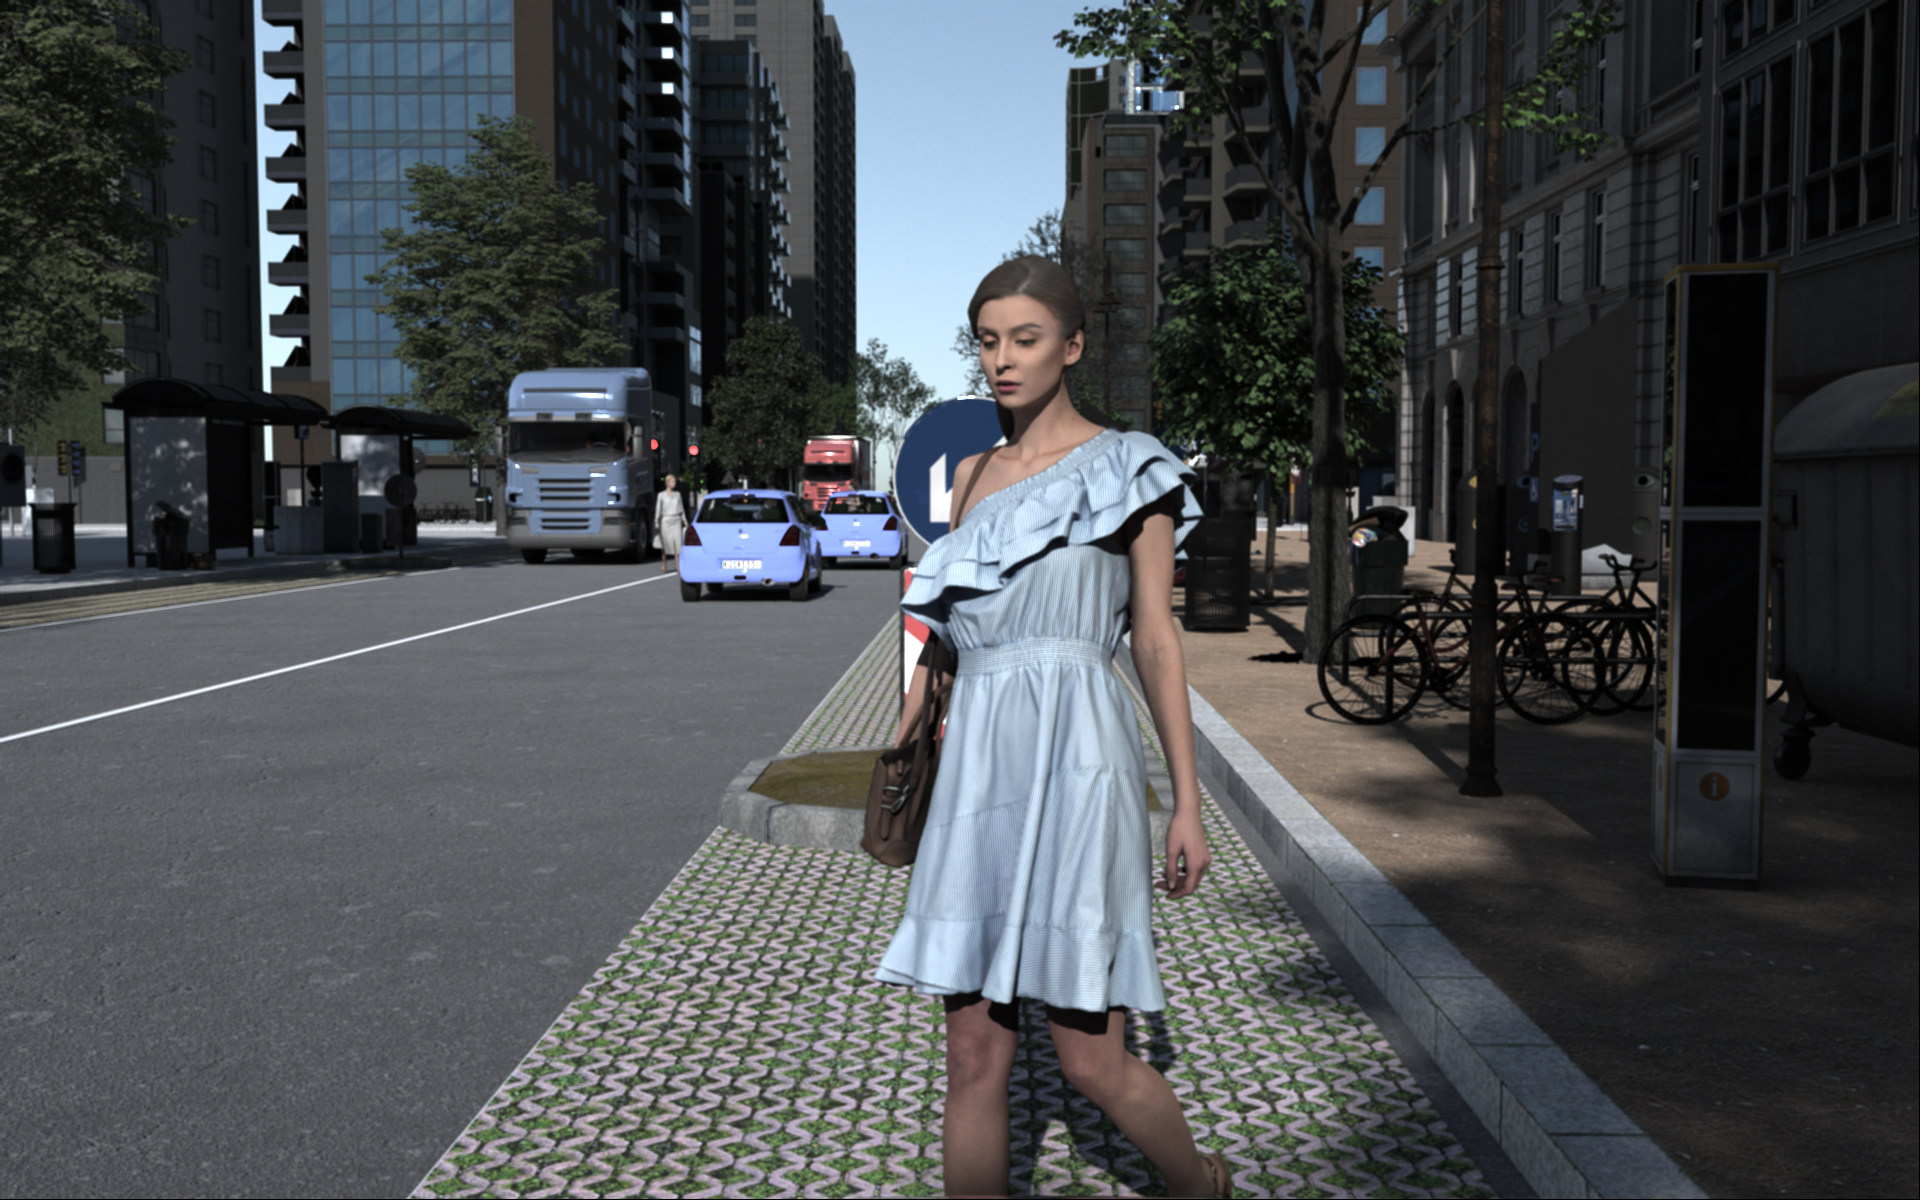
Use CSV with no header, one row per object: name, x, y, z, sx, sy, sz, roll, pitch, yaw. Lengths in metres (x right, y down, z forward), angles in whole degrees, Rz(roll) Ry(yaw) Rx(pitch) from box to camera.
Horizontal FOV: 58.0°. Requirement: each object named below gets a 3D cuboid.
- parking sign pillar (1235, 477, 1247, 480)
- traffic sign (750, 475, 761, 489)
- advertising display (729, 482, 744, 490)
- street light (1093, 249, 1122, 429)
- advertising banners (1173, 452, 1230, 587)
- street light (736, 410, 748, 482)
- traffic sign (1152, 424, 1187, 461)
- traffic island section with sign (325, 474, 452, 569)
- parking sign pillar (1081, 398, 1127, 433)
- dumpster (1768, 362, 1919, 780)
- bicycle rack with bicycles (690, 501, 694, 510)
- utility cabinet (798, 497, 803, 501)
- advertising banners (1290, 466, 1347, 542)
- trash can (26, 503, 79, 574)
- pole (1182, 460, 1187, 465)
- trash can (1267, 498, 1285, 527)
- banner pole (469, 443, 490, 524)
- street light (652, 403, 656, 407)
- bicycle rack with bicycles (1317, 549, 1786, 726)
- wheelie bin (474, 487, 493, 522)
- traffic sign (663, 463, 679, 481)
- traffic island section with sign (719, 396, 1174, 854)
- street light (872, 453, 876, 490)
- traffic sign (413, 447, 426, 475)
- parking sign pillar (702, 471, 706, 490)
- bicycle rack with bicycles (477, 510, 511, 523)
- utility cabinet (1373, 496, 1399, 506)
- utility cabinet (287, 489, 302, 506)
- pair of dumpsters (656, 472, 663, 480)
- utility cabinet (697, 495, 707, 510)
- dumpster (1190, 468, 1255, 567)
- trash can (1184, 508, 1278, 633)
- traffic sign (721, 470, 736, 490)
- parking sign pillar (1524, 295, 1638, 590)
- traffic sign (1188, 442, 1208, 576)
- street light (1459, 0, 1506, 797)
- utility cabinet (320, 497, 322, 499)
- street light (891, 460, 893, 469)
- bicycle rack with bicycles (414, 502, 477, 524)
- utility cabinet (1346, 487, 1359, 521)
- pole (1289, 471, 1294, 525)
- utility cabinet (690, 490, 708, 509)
parking sign pillar,13.525,-5.955,85.835,1.447,3.967,1.447,-1,4,-13
traffic sign,-13.498,-6.991,114.416,0.768,2.556,0.104,1,4,11
advertising display,-11.749,-5.254,91.112,0.123,1.923,0.974,3,4,36
street light,2.789,-3.678,32.925,0.468,5.910,1.993,0,4,1
advertising banners,2.993,-1.705,24.063,2.074,3.025,0.090,3,5,41
street light,-11.818,-7.418,94.064,0.468,5.910,1.993,0,4,1
traffic sign,3.465,-1.703,27.949,0.768,2.556,0.104,0,4,7
traffic island section with sign,-11.060,-1.539,33.795,1.989,1.847,2.006,0,4,1
parking sign pillar,4.063,-3.677,48.590,1.447,3.967,1.447,-1,4,-9
dumpster,4.227,-0.076,7.009,1.264,1.857,1.865,0,4,1
bicycle rack with bicycles,-13.267,-4.543,87.663,2.925,0.926,2.852,-1,4,-12
utility cabinet,-12.673,-7.561,134.791,0.306,1.237,1.020,3,4,36
advertising banners,9.452,-3.042,45.926,0.090,3.025,2.074,-3,4,-36
trash can,-14.643,-0.999,27.983,0.748,1.137,0.748,0,3,0
pole,7.048,-3.710,54.497,0.158,3.312,0.155,0,3,0
trash can,12.275,-3.407,67.357,0.748,1.137,0.748,0,3,0
banner pole,-20.609,-5.149,74.209,0.863,3.779,0.401,0,4,-1
street light,-12.364,-5.846,68.368,0.468,5.910,1.993,0,4,1
bicycle rack with bicycles,3.538,0.176,10.502,2.925,0.926,2.852,0,4,6
wheelie bin,-21.846,-4.377,79.476,0.980,1.594,0.693,1,4,13
traffic sign,-12.010,-4.371,71.464,0.884,2.594,0.081,0,4,3
traffic island section with sign,-0.031,0.050,7.807,1.989,1.847,2.006,0,4,1
street light,-9.651,-13.648,195.938,0.468,5.910,1.993,0,4,1
traffic sign,-14.657,-2.826,46.312,0.768,2.556,0.104,0,4,4
parking sign pillar,-21.399,-9.355,141.430,1.447,3.967,1.447,-3,5,-40
bicycle rack with bicycles,-13.400,-2.521,54.606,2.852,0.926,2.925,0,4,-4
utility cabinet,13.436,-2.637,54.272,0.306,1.237,1.020,-3,5,-40
utility cabinet,-28.984,-4.082,75.425,0.318,1.500,1.173,-3,4,-36
pair of dumpsters,-13.263,-4.432,74.959,1.574,2.255,4.437,0,4,1
utility cabinet,-12.027,-4.371,82.634,1.020,1.237,0.306,0,4,7
dumpster,4.306,-1.452,29.499,1.264,1.857,1.865,0,4,1
trash can,2.401,-0.274,16.138,0.748,1.137,0.748,0,3,0
traffic sign,-12.245,-5.612,91.753,0.884,2.594,0.081,0,4,7
parking sign pillar,8.525,-2.157,23.747,1.447,3.967,1.447,0,4,-1
traffic sign,3.856,-1.531,27.156,0.606,2.300,0.079,0,4,3
street light,2.228,-2.107,7.229,0.468,5.910,1.993,0,4,1
utility cabinet,-19.650,-2.631,54.177,0.306,1.237,1.020,2,4,27
street light,-8.961,-15.652,228.690,0.468,5.910,1.993,0,4,1
bicycle rack with bicycles,-22.266,-3.794,75.406,2.925,0.926,2.852,3,4,36
utility cabinet,12.023,-2.820,54.788,1.173,1.500,0.318,-1,4,-22
pole,13.665,-4.735,71.258,0.158,3.312,0.155,0,3,0
utility cabinet,-14.120,-5.149,92.872,1.173,1.500,0.318,-3,4,-36
